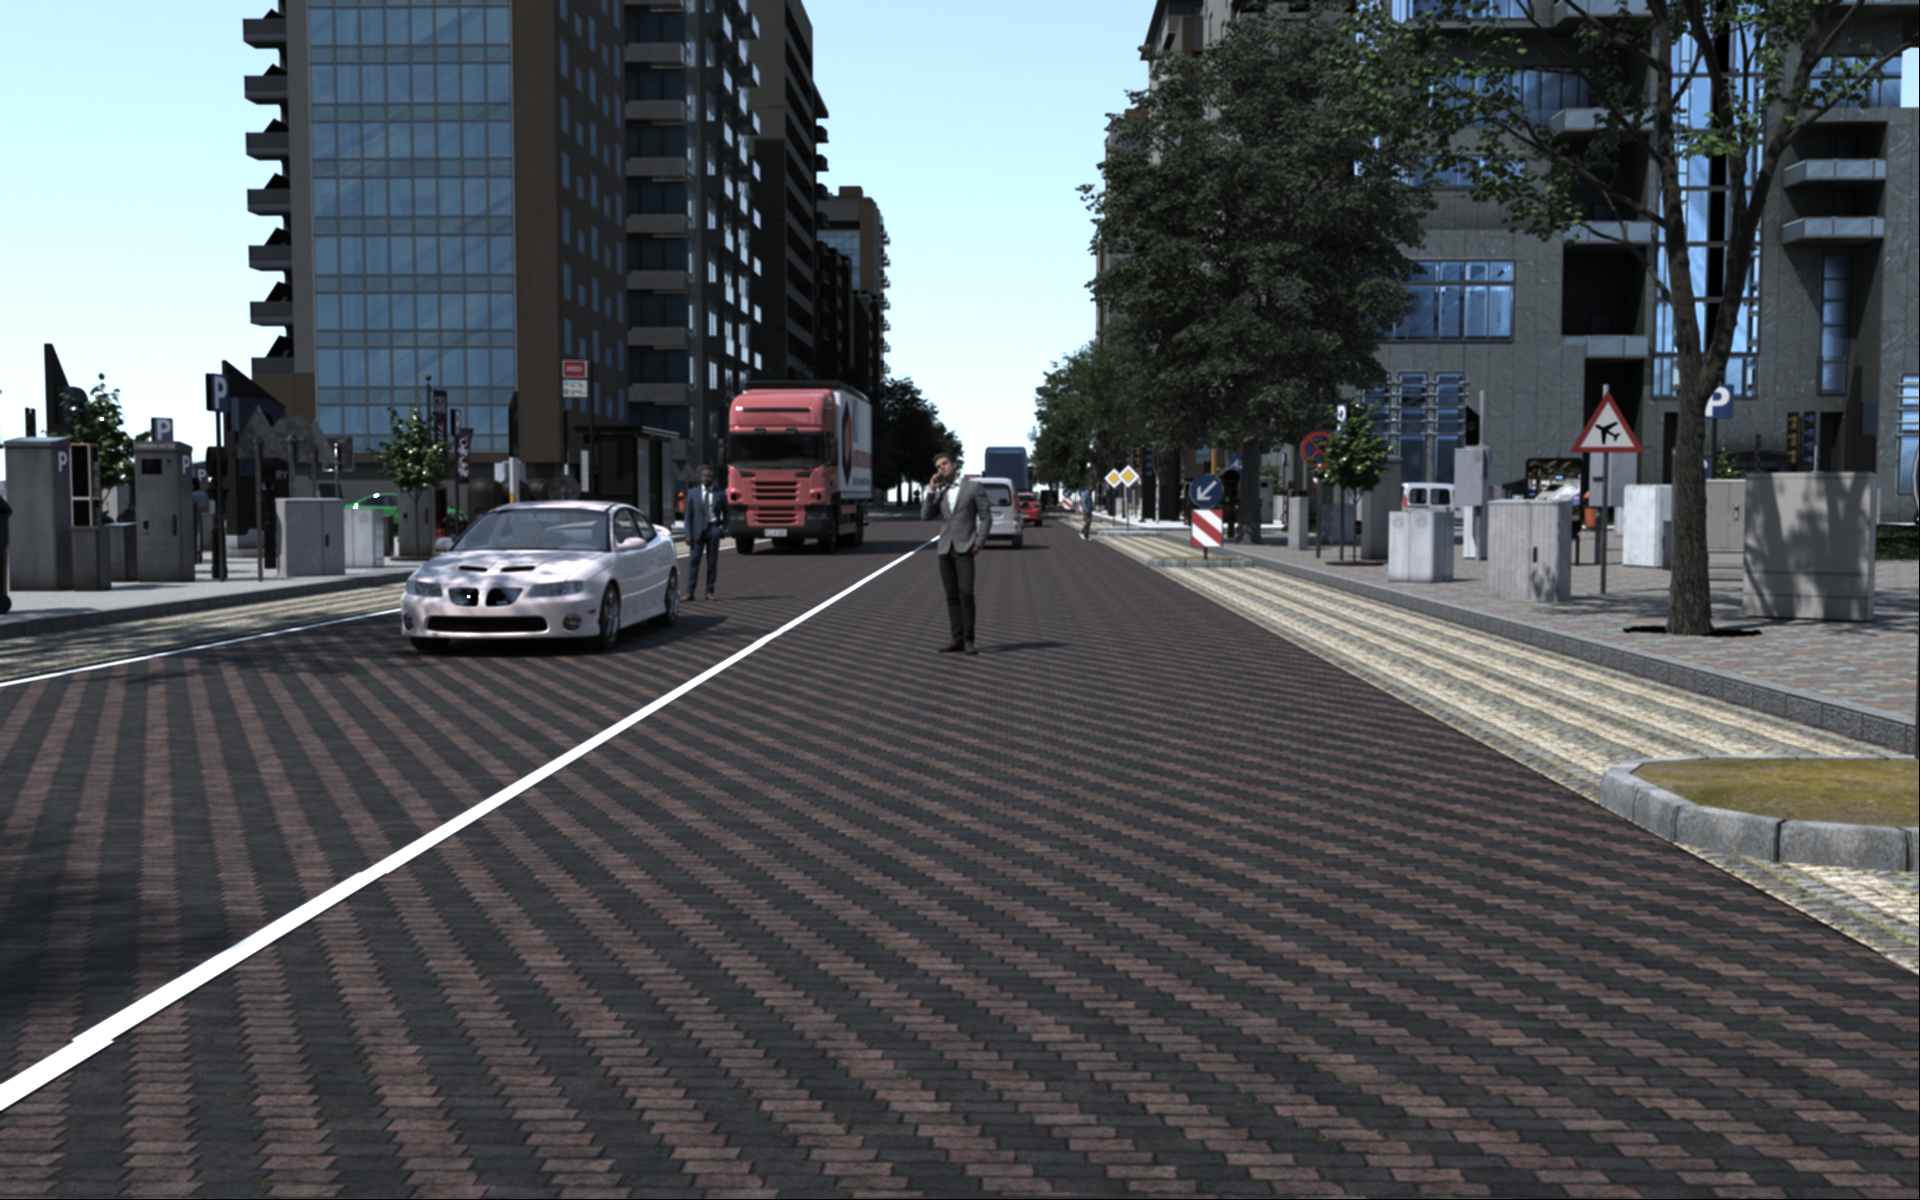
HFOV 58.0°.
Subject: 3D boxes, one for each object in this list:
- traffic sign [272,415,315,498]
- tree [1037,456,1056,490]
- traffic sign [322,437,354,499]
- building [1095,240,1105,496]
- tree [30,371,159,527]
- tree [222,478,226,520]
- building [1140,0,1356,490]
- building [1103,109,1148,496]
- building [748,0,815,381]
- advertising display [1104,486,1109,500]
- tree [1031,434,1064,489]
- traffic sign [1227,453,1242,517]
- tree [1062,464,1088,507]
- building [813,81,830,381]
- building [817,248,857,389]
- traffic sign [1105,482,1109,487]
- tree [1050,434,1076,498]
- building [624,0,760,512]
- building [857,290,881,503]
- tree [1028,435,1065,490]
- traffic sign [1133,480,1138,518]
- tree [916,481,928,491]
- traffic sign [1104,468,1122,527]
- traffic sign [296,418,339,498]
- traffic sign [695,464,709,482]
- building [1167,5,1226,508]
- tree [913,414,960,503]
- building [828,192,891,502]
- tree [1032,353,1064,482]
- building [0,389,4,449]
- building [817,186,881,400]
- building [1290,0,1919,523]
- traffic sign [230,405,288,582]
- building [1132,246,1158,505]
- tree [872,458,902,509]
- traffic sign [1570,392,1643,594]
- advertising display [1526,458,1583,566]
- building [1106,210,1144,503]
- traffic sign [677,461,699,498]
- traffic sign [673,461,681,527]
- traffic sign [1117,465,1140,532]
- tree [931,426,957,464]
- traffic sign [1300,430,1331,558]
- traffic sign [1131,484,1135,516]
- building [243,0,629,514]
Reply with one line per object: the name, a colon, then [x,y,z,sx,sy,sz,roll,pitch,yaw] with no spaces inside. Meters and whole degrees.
traffic sign: [-10.769,-1.702,27.936,0.768,2.556,0.104,0,4,5]
tree: [13.725,-18.979,260.672,4.360,8.622,3.978,0,3,0]
traffic sign: [-11.206,-1.778,31.195,0.606,2.300,0.079,0,4,8]
building: [30.144,-39.318,292.966,14.600,45.320,14.200,0,4,2]
tree: [-13.417,-1.998,27.274,1.663,3.219,1.824,0,3,0]
tree: [-35.920,-5.573,85.717,1.663,3.219,1.824,0,3,0]
building: [34.023,-36.188,180.914,28.713,52.752,27.495,0,4,2]
building: [33.083,-44.594,271.115,21.231,58.520,28.212,0,4,2]
building: [-24.779,-32.421,153.789,21.300,48.544,21.600,0,4,2]
advertising display: [12.168,-8.366,141.994,0.123,1.923,0.974,-2,4,-34]
tree: [14.674,-21.461,269.010,7.486,12.596,7.792,0,3,0]
traffic sign: [8.634,-3.266,53.499,0.768,2.556,0.104,0,4,3]
tree: [11.563,-11.559,172.704,4.285,4.588,4.351,0,3,0]
building: [-25.281,-32.081,179.156,22.147,44.769,28.867,0,4,2]
building: [-20.070,-26.276,201.317,14.160,30.474,14.107,0,4,2]
traffic sign: [11.921,-8.416,137.608,0.884,2.594,0.081,1,4,10]
tree: [12.551,-15.360,201.498,4.737,8.622,4.395,0,3,0]
building: [-26.220,-30.674,121.132,23.786,49.044,30.456,0,4,2]
building: [-18.536,-28.725,241.347,14.160,30.474,14.107,0,4,2]
tree: [15.291,-22.891,291.267,9.611,12.733,9.660,0,3,0]
traffic sign: [9.463,-5.680,92.977,0.768,2.556,0.104,0,4,6]
tree: [-5.360,-16.247,216.007,4.737,8.622,4.395,0,3,0]
traffic sign: [5.958,-3.874,66.987,0.795,2.450,0.064,0,4,2]
traffic sign: [-10.985,-1.802,29.471,0.884,2.594,0.081,1,4,10]
traffic sign: [-11.010,-4.538,74.304,0.768,2.556,0.104,0,4,8]
building: [26.669,-31.219,160.537,14.600,45.320,14.200,0,4,2]
tree: [-5.309,-20.103,239.052,12.009,13.543,11.850,0,3,0]
building: [-22.631,-40.244,277.603,23.786,49.044,30.456,0,4,2]
tree: [11.148,-15.193,155.067,9.857,13.997,8.962,0,3,0]
building: [-65.822,-33.244,85.545,28.212,58.520,21.231,0,4,2]
building: [-19.094,-37.016,255.318,14.600,45.320,14.200,0,4,2]
building: [32.223,-47.134,83.315,31.000,86.520,22.319,0,4,2]
traffic sign: [-10.245,-1.547,25.294,0.884,2.594,0.081,0,4,7]
building: [27.059,-26.353,202.568,14.160,30.474,14.107,0,4,2]
tree: [-6.585,-10.102,148.878,4.285,4.588,4.351,0,3,0]
traffic sign: [8.255,-1.355,22.160,0.884,2.594,0.081,1,4,9]
advertising display: [10.627,-1.578,31.017,0.974,1.923,0.123,1,4,21]
building: [28.194,-34.683,250.667,14.154,41.232,14.086,0,4,2]
traffic sign: [-10.712,-4.167,68.127,0.884,2.594,0.081,0,4,7]
traffic sign: [-11.304,-4.184,68.409,0.884,2.594,0.081,0,4,5]
traffic sign: [5.725,-3.386,59.005,0.795,2.450,0.064,0,4,2]
tree: [-4.070,-20.272,257.195,9.928,11.665,9.643,0,3,0]
traffic sign: [7.182,-2.112,34.641,0.768,2.556,0.104,1,4,11]
traffic sign: [9.905,-6.090,99.685,0.768,2.556,0.104,0,4,6]
building: [-24.687,-26.537,83.991,14.600,45.320,14.200,0,4,2]
